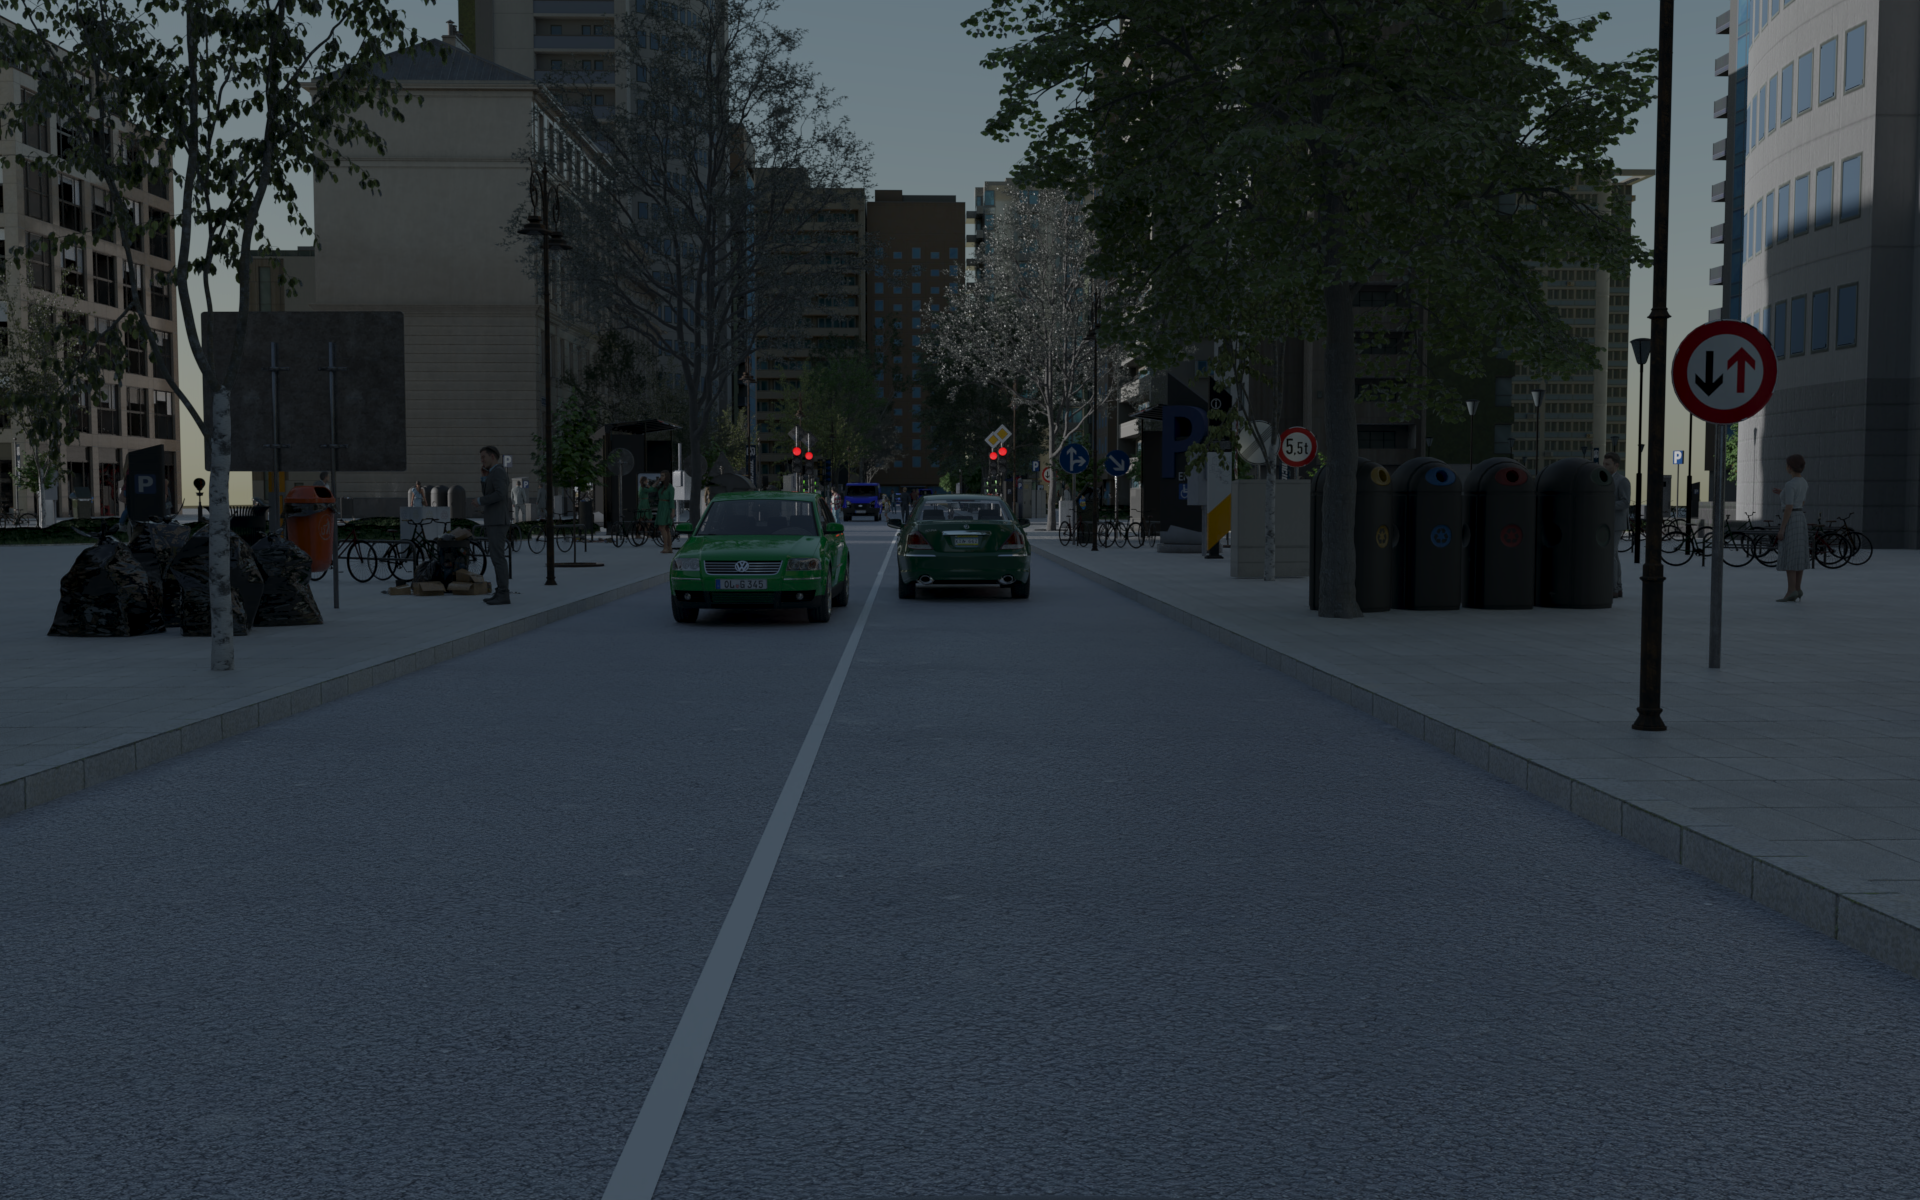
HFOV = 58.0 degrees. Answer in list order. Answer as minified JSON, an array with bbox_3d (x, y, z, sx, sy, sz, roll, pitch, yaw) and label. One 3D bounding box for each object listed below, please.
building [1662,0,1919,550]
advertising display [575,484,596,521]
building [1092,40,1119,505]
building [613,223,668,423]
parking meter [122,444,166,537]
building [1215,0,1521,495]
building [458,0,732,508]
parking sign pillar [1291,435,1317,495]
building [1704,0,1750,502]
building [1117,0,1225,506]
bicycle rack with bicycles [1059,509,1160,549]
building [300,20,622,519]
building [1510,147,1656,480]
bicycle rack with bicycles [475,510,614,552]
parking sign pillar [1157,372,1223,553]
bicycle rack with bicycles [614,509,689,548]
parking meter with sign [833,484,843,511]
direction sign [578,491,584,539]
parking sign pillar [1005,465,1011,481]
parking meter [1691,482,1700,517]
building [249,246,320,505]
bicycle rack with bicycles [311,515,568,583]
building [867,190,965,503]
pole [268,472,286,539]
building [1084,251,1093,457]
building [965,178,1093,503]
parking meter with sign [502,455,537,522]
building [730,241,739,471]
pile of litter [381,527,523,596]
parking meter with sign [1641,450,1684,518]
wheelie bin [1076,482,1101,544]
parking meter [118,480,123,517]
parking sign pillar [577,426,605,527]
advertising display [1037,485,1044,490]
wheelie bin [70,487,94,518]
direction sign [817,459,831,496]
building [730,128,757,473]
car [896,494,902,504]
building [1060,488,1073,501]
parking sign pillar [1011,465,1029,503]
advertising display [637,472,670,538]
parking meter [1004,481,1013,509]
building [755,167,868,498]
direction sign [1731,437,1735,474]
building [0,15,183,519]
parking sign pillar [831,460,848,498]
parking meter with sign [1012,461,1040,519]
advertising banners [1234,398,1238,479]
[{"bbox_3d":[31.455,-30.512,40.872,21.231,58.520,28.212,0,4,-2],"label":"building"},{"bbox_3d":[-14.110,-3.658,65.024,0.974,1.923,0.123,2,4,26],"label":"advertising display"},{"bbox_3d":[20.582,-31.735,168.978,14.600,45.320,14.200,0,4,-2],"label":"building"},{"bbox_3d":[-29.683,-17.448,127.071,13.314,21.916,24.055,0,4,-2],"label":"building"},{"bbox_3d":[-9.521,-0.891,20.274,0.399,1.863,0.255,-1,4,-17],"label":"parking meter"},{"bbox_3d":[22.555,-19.998,98.671,14.107,30.474,14.160,0,4,-2],"label":"building"},{"bbox_3d":[-33.947,-38.130,165.420,21.231,58.520,28.212,0,4,-2],"label":"building"},{"bbox_3d":[15.609,-5.545,79.128,1.447,3.967,1.447,1,4,10],"label":"parking sign pillar"},{"bbox_3d":[52.746,-27.387,97.895,14.200,45.320,14.600,0,4,-2],"label":"building"},{"bbox_3d":[24.364,-31.387,136.875,21.300,48.544,21.600,0,4,-2],"label":"building"},{"bbox_3d":[3.933,-1.741,41.840,2.852,0.926,2.925,-1,4,-17],"label":"bicycle rack with bicycles"},{"bbox_3d":[-28.113,-18.650,102.195,12.463,27.353,25.104,0,4,-2],"label":"building"},{"bbox_3d":[61.675,-31.071,199.898,23.993,40.220,32.217,0,4,-2],"label":"building"},{"bbox_3d":[-9.530,-1.482,37.617,2.852,0.926,2.925,1,4,15],"label":"bicycle rack with bicycles"},{"bbox_3d":[5.055,-3.028,37.985,1.447,3.967,1.447,3,5,39],"label":"parking sign pillar"},{"bbox_3d":[-7.317,-1.765,42.234,2.852,0.926,2.925,3,5,40],"label":"bicycle rack with bicycles"},{"bbox_3d":[-9.413,-8.400,133.598,1.738,3.016,0.543,1,4,15],"label":"parking meter with sign"},{"bbox_3d":[-10.614,-3.439,48.228,0.379,3.537,0.876,-1,4,-20],"label":"direction sign"},{"bbox_3d":[4.026,-9.002,135.659,1.447,3.967,1.447,2,4,30],"label":"parking sign pillar"},{"bbox_3d":[34.767,-4.663,81.947,0.399,1.863,0.255,0,4,2],"label":"parking meter"},{"bbox_3d":[-74.965,-26.559,205.934,14.107,30.474,14.160,0,4,-2],"label":"building"},{"bbox_3d":[-7.945,-0.751,25.664,2.925,0.926,2.852,2,4,35],"label":"bicycle rack with bicycles"},{"bbox_3d":[-6.494,-37.152,257.543,14.200,45.320,14.600,0,4,-2],"label":"building"},{"bbox_3d":[-9.431,-1.838,23.887,0.158,3.312,0.155,0,3,0],"label":"pole"},{"bbox_3d":[19.965,-25.189,183.547,14.160,30.474,14.107,0,4,-2],"label":"building"},{"bbox_3d":[16.039,-39.259,261.491,30.456,49.044,23.786,0,4,-2],"label":"building"},{"bbox_3d":[-19.539,-4.938,76.990,1.738,3.016,0.543,2,4,33],"label":"parking meter with sign"},{"bbox_3d":[-31.774,-25.452,187.836,14.160,30.474,14.107,0,4,-2],"label":"building"},{"bbox_3d":[-6.543,-0.504,22.208,1.719,0.858,1.176,1,4,20],"label":"pile of litter"},{"bbox_3d":[27.927,-4.452,69.049,1.738,3.016,0.543,-1,4,-17],"label":"parking meter with sign"},{"bbox_3d":[3.321,-2.274,45.092,0.693,1.594,0.980,0,4,3],"label":"wheelie bin"},{"bbox_3d":[-32.337,-3.751,67.039,0.399,1.863,0.255,2,4,28],"label":"parking meter"},{"bbox_3d":[-14.228,-4.827,67.396,1.447,3.967,1.447,1,4,16],"label":"parking sign pillar"},{"bbox_3d":[5.418,-6.873,117.579,0.123,1.923,0.974,2,4,29],"label":"advertising display"},{"bbox_3d":[-39.428,-4.268,77.687,0.693,1.594,0.980,3,5,42],"label":"wheelie bin"},{"bbox_3d":[-8.770,-7.336,111.942,0.876,3.537,0.379,0,4,6],"label":"direction sign"},{"bbox_3d":[-31.892,-33.954,205.263,14.200,45.320,14.600,0,4,-2],"label":"building"},{"bbox_3d":[-7.476,-12.450,213.147,1.945,1.707,3.694,0,4,0],"label":"car"},{"bbox_3d":[28.491,-31.274,203.217,32.217,40.220,23.993,0,4,-2],"label":"building"},{"bbox_3d":[4.471,-7.986,119.048,1.447,3.967,1.447,0,4,6],"label":"parking sign pillar"},{"bbox_3d":[-8.987,-2.789,50.807,0.974,1.923,0.123,-1,4,-12],"label":"advertising display"},{"bbox_3d":[2.190,-4.495,79.198,0.399,1.863,0.255,-3,4,-37],"label":"parking meter"},{"bbox_3d":[-24.452,-38.880,259.384,21.600,48.544,21.300,0,4,-2],"label":"building"},{"bbox_3d":[30.767,-4.652,68.051,0.876,3.537,0.379,2,4,33],"label":"direction sign"},{"bbox_3d":[-65.909,-17.993,98.703,34.151,26.468,19.350,0,4,-2],"label":"building"},{"bbox_3d":[-9.410,-8.985,135.383,1.447,3.967,1.447,-1,4,-18],"label":"parking sign pillar"},{"bbox_3d":[3.367,-5.773,90.657,1.738,3.016,0.543,-3,4,-39],"label":"parking meter with sign"},{"bbox_3d":[5.240,-2.227,32.603,0.090,3.025,2.074,1,4,12],"label":"advertising banners"}]
